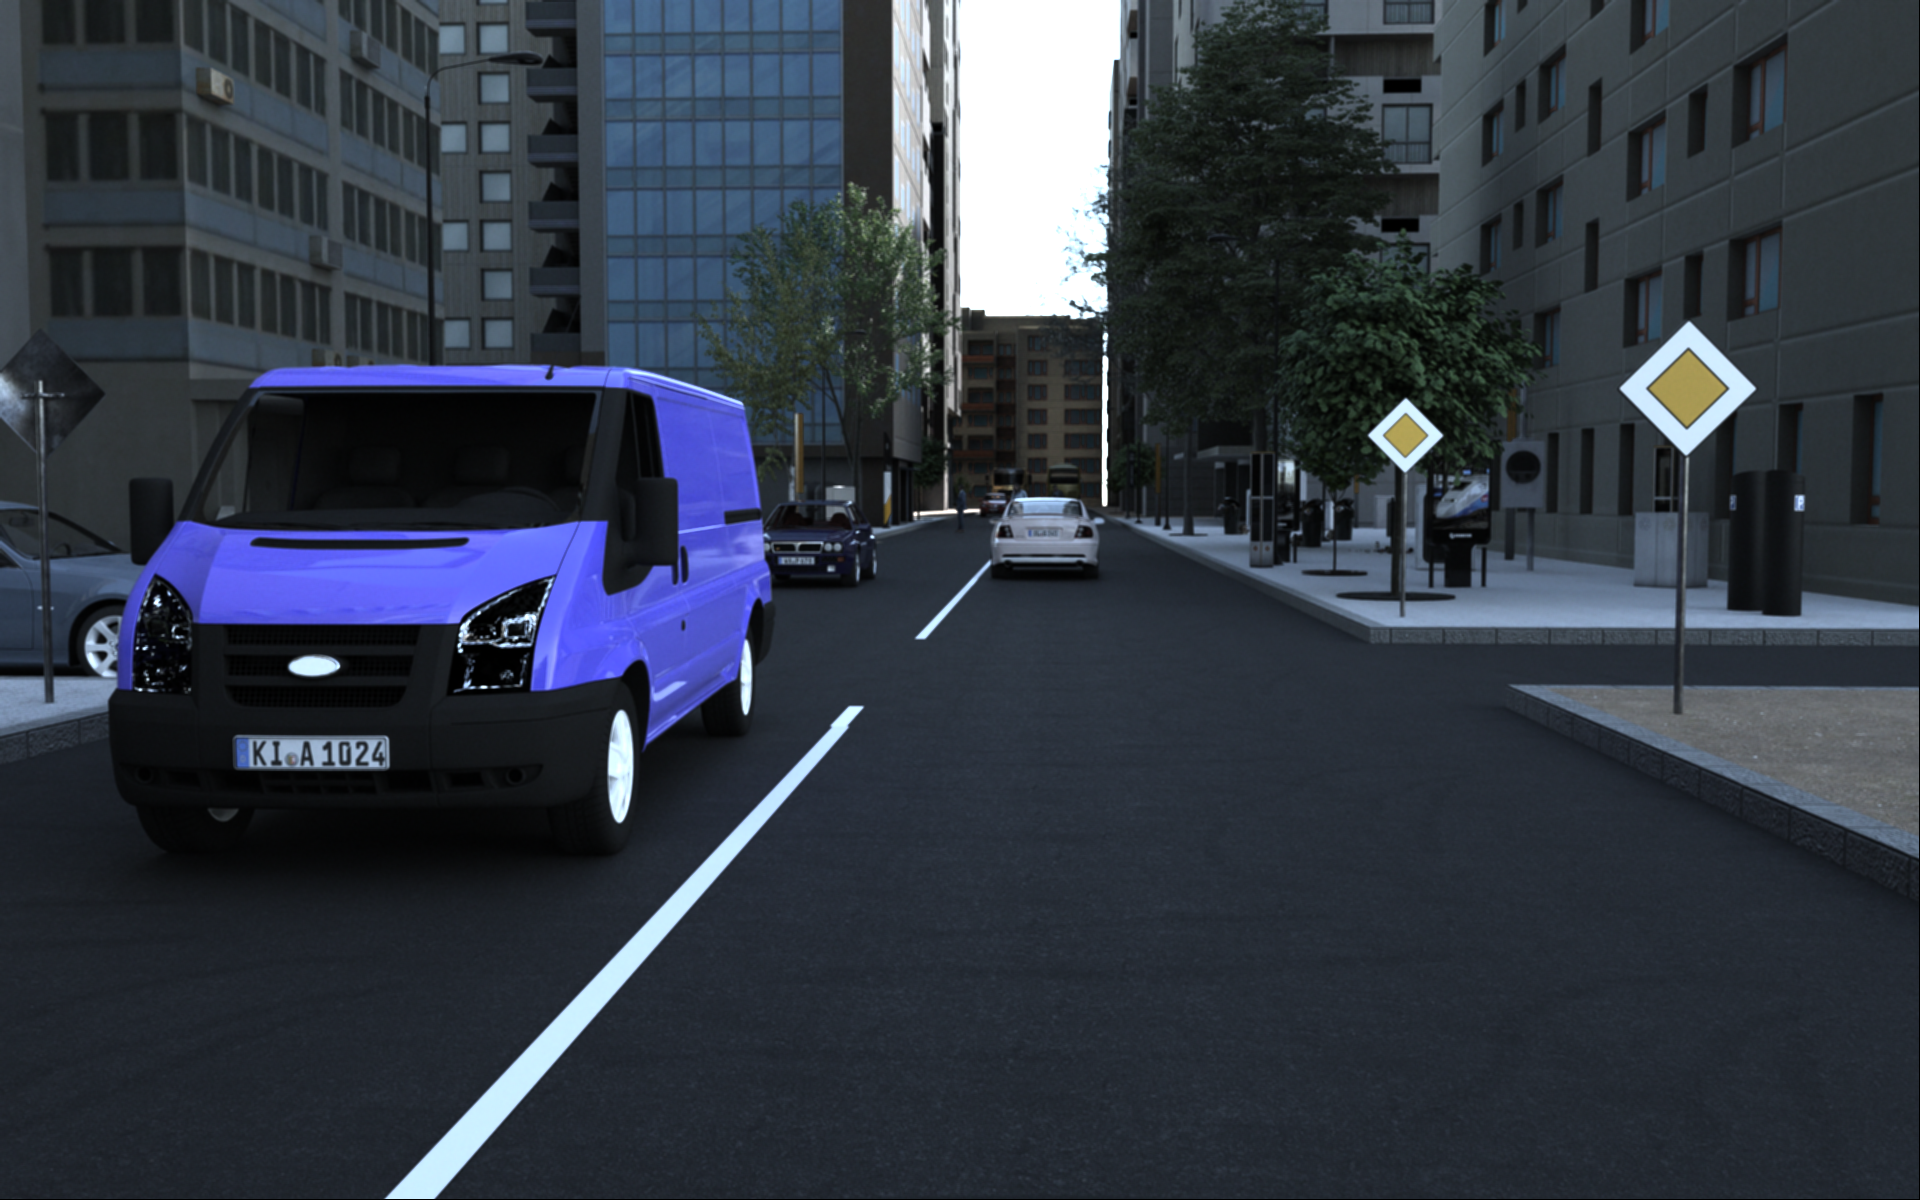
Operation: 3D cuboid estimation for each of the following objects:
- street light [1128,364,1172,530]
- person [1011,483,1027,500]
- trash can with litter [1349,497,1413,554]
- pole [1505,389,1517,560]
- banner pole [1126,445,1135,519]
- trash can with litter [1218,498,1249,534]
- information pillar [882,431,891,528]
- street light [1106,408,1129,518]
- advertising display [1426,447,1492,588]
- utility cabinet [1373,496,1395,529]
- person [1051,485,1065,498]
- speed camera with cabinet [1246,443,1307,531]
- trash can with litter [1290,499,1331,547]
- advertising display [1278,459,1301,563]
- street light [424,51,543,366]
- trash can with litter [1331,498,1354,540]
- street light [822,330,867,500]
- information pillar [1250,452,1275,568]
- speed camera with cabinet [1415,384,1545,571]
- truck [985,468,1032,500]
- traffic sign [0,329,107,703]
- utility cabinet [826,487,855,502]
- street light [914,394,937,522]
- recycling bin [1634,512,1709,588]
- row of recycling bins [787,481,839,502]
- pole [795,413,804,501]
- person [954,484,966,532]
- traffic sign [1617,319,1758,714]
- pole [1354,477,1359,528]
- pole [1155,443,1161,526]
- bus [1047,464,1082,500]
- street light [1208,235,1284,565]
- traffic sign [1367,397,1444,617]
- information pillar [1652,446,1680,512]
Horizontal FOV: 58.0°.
[{"bbox_3d":[6.905,-5.476,62.080,1.470,5.913,1.316,0,4,3],"label":"street light"},{"bbox_3d":[2.056,-3.042,58.506,0.793,1.790,0.793,0,4,-5],"label":"person"},{"bbox_3d":[9.354,-1.642,37.903,1.678,1.210,2.233,1,4,14],"label":"trash can with litter"},{"bbox_3d":[10.714,-2.436,33.672,0.158,3.312,0.155,0,3,0],"label":"pole"},{"bbox_3d":[8.671,-6.013,88.335,0.401,3.779,0.863,3,5,42],"label":"banner pole"},{"bbox_3d":[8.712,-2.668,55.002,0.624,1.170,1.055,3,5,41],"label":"trash can with litter"},{"bbox_3d":[-2.715,-4.484,64.669,0.183,3.616,0.504,1,4,22],"label":"information pillar"},{"bbox_3d":[8.504,-7.369,93.022,1.470,5.913,1.316,0,4,3],"label":"street light"},{"bbox_3d":[6.856,-1.137,23.802,0.974,1.923,0.123,-1,4,-19],"label":"advertising display"},{"bbox_3d":[15.877,-3.245,64.221,1.020,1.237,0.306,0,4,-8],"label":"utility cabinet"},{"bbox_3d":[4.407,-4.249,77.773,0.655,1.846,0.447,1,4,16],"label":"person"},{"bbox_3d":[10.953,-4.016,59.995,2.038,3.252,0.660,3,4,37],"label":"speed camera with cabinet"},{"bbox_3d":[8.347,-1.871,41.970,0.624,1.170,1.055,-2,4,-26],"label":"trash can with litter"},{"bbox_3d":[6.077,-1.675,32.599,0.123,1.923,0.974,-1,4,-22],"label":"advertising display"},{"bbox_3d":[-5.074,-2.803,18.371,1.470,5.913,1.316,0,4,3],"label":"street light"},{"bbox_3d":[10.498,-2.246,48.108,0.624,1.170,1.055,-1,4,-17],"label":"trash can with litter"},{"bbox_3d":[-3.344,-4.695,49.306,1.470,5.913,1.316,0,4,3],"label":"street light"},{"bbox_3d":[5.271,-1.573,30.218,0.304,2.012,0.304,-2,4,-32],"label":"information pillar"},{"bbox_3d":[8.693,-2.119,28.974,2.038,3.252,0.660,1,4,17],"label":"speed camera with cabinet"},{"bbox_3d":[3.888,-8.380,132.937,3.469,3.379,9.791,0,4,4],"label":"truck"},{"bbox_3d":[-5.594,-0.425,10.584,0.795,2.450,0.064,0,4,3],"label":"traffic sign"},{"bbox_3d":[-3.605,-2.653,52.057,0.318,1.500,1.173,2,4,29],"label":"utility cabinet"},{"bbox_3d":[-1.746,-6.613,80.655,1.470,5.913,1.316,0,4,3],"label":"street light"},{"bbox_3d":[9.841,-0.698,23.961,0.722,1.027,0.722,-3,4,-37],"label":"recycling bin"},{"bbox_3d":[-4.838,-3.054,57.041,1.069,1.692,3.534,-2,4,-24],"label":"row of recycling bins"},{"bbox_3d":[-4.067,-3.060,43.872,0.158,3.312,0.155,0,3,0],"label":"pole"},{"bbox_3d":[0.039,-3.468,65.385,0.419,1.800,0.721,-1,4,-9],"label":"person"},{"bbox_3d":[4.185,-0.391,10.039,0.795,2.450,0.064,0,4,3],"label":"traffic sign"},{"bbox_3d":[14.900,-4.357,65.081,0.158,3.312,0.155,0,3,0],"label":"pole"},{"bbox_3d":[7.981,-4.645,69.793,0.158,3.312,0.155,0,3,0],"label":"pole"},{"bbox_3d":[8.389,-9.046,139.440,2.896,3.916,12.252,0,4,4],"label":"bus"},{"bbox_3d":[5.135,-3.584,31.147,1.470,5.913,1.316,0,4,3],"label":"street light"},{"bbox_3d":[4.615,-0.879,18.012,0.795,2.450,0.064,0,4,3],"label":"traffic sign"},{"bbox_3d":[10.767,-1.342,26.432,0.304,2.012,0.304,3,5,39],"label":"information pillar"}]
